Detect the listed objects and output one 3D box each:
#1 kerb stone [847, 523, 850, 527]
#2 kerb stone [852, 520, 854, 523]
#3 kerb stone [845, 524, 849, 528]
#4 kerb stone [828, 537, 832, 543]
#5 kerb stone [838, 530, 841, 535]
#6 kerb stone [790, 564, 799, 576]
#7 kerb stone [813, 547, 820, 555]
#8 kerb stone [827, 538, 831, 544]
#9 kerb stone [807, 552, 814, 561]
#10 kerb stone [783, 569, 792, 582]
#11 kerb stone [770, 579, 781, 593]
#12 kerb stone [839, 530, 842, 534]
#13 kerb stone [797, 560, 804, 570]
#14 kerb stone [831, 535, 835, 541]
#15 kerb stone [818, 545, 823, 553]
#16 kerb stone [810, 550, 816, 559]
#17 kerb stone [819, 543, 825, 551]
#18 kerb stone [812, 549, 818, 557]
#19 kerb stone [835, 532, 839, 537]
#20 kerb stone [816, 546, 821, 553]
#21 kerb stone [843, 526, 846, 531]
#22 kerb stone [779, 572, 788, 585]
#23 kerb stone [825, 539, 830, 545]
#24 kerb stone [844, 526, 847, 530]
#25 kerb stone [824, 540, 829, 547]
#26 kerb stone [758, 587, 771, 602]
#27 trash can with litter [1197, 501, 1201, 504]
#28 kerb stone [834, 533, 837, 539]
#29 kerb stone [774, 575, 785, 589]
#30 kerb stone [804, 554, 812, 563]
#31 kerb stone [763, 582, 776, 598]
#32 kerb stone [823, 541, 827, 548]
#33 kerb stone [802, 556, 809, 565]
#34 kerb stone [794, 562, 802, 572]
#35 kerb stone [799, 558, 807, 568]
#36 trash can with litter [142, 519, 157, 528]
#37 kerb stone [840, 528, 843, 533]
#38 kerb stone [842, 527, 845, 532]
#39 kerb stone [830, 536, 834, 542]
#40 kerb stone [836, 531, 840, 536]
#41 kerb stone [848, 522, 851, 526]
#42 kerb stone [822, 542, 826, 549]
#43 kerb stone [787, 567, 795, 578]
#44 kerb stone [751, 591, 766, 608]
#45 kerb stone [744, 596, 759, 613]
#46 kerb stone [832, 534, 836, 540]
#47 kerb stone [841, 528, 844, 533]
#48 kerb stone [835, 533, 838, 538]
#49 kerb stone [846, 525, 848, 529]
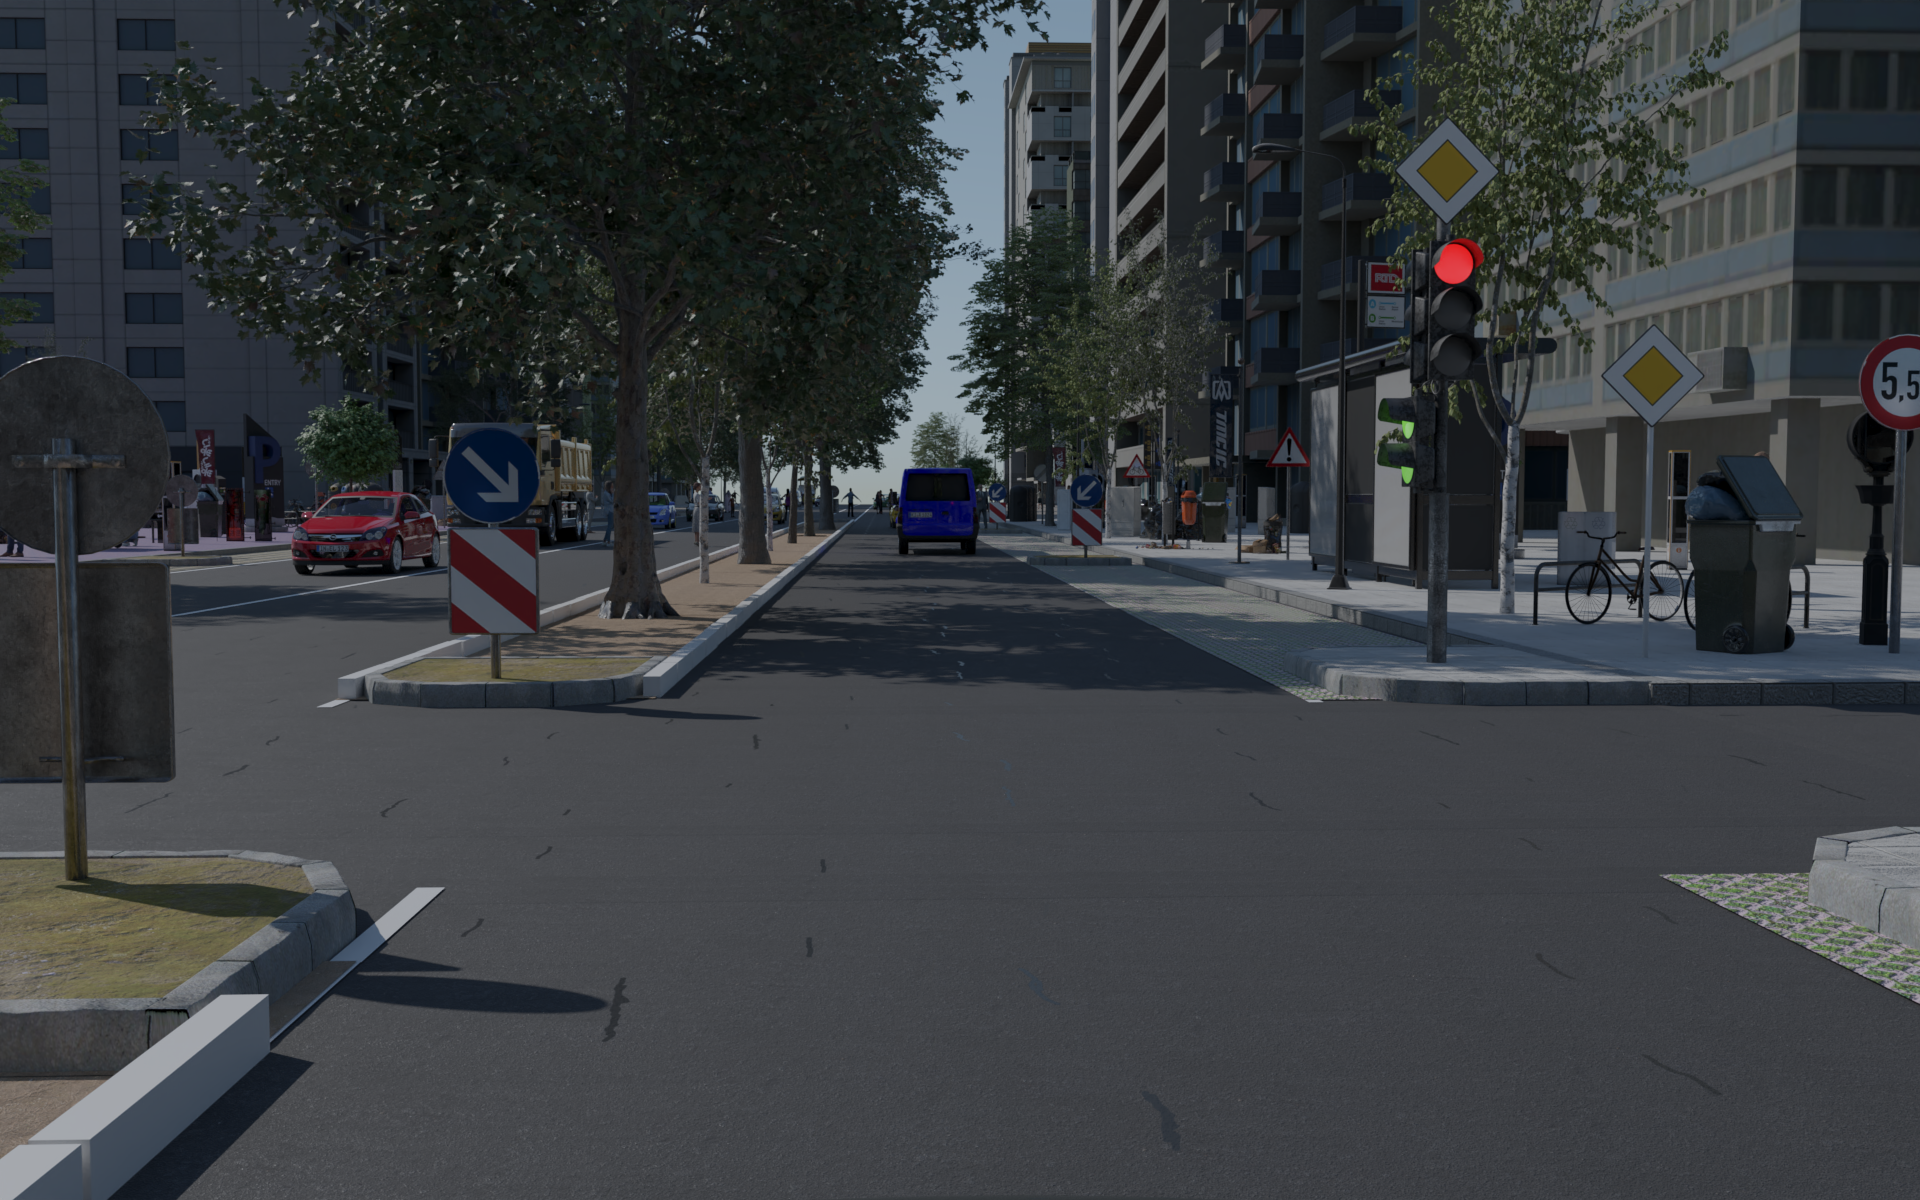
[{"bbox_3d":[-4.637,-2.925,70.025,0.120,0.150,1.000,0,4,-2],"label":"kerb stone"},{"bbox_3d":[-5.033,-3.483,79.238,0.120,0.150,1.000,0,4,-2],"label":"kerb stone"},{"bbox_3d":[-4.546,-2.800,67.981,0.120,0.150,1.000,0,4,-2],"label":"kerb stone"},{"bbox_3d":[-3.726,-1.609,48.508,0.120,0.150,1.000,0,4,-2],"label":"kerb stone"},{"bbox_3d":[-4.065,-2.112,56.720,0.120,0.150,1.000,0,4,-2],"label":"kerb stone"},{"bbox_3d":[-2.931,-0.483,30.095,0.120,0.150,1.000,0,4,-2],"label":"kerb stone"},{"bbox_3d":[-3.325,-1.046,39.299,0.120,0.150,1.000,0,4,-2],"label":"kerb stone"},{"bbox_3d":[-3.677,-1.547,47.488,0.120,0.150,1.000,0,4,-2],"label":"kerb stone"},{"bbox_3d":[-3.194,-0.858,36.236,0.120,0.150,1.000,0,4,-2],"label":"kerb stone"},{"bbox_3d":[-2.845,-0.357,28.040,0.120,0.150,1.000,0,4,-2],"label":"kerb stone"},{"bbox_3d":[-2.712,-0.169,24.964,0.120,0.150,1.000,0,4,-2],"label":"kerb stone"},{"bbox_3d":[-4.107,-2.174,57.747,0.120,0.150,1.000,0,4,-2],"label":"kerb stone"},{"bbox_3d":[-3.022,-0.601,32.150,0.120,0.150,1.000,0,4,-2],"label":"kerb stone"},{"bbox_3d":[-3.811,-1.729,50.551,0.120,0.150,1.000,0,4,-2],"label":"kerb stone"},{"bbox_3d":[-3.416,-1.171,41.346,0.120,0.150,1.000,0,4,-2],"label":"kerb stone"},{"bbox_3d":[-3.234,-0.921,37.257,0.120,0.150,1.000,0,4,-2],"label":"kerb stone"},{"bbox_3d":[-3.451,-1.234,42.368,0.120,0.150,1.000,0,4,-2],"label":"kerb stone"},{"bbox_3d":[-3.276,-0.980,38.279,0.120,0.150,1.000,0,4,-2],"label":"kerb stone"},{"bbox_3d":[-3.980,-1.986,54.665,0.120,0.150,1.000,0,4,-2],"label":"kerb stone"},{"bbox_3d":[-3.366,-1.109,40.320,0.120,0.150,1.000,0,4,-2],"label":"kerb stone"},{"bbox_3d":[-4.370,-2.549,63.890,0.120,0.150,1.000,0,4,-2],"label":"kerb stone"},{"bbox_3d":[-2.804,-0.293,27.013,0.120,0.150,1.000,0,4,-2],"label":"kerb stone"},{"bbox_3d":[-3.626,-1.481,46.462,0.120,0.150,1.000,0,4,-2],"label":"kerb stone"},{"bbox_3d":[-4.415,-2.613,64.914,0.120,0.150,1.000,0,4,-2],"label":"kerb stone"},{"bbox_3d":[-3.584,-1.418,45.433,0.120,0.150,1.000,0,4,-2],"label":"kerb stone"},{"bbox_3d":[-2.629,-0.038,22.915,0.120,0.150,1.000,0,4,-2],"label":"kerb stone"},{"bbox_3d":[7.170,-2.442,51.314,0.624,1.170,1.055,-2,4,-28],"label":"trash can with litter"},{"bbox_3d":[-3.893,-1.861,52.616,0.120,0.150,1.000,0,4,-2],"label":"kerb stone"},{"bbox_3d":[-2.752,-0.232,25.985,0.120,0.150,1.000,0,4,-2],"label":"kerb stone"},{"bbox_3d":[-3.147,-0.796,35.213,0.120,0.150,1.000,0,4,-2],"label":"kerb stone"},{"bbox_3d":[-2.669,-0.107,23.943,0.120,0.150,1.000,0,4,-2],"label":"kerb stone"},{"bbox_3d":[-3.542,-1.355,44.412,0.120,0.150,1.000,0,4,-2],"label":"kerb stone"},{"bbox_3d":[-3.111,-0.734,34.191,0.120,0.150,1.000,0,4,-2],"label":"kerb stone"},{"bbox_3d":[-2.973,-0.546,31.125,0.120,0.150,1.000,0,4,-2],"label":"kerb stone"},{"bbox_3d":[-3.056,-0.664,33.171,0.120,0.150,1.000,0,4,-2],"label":"kerb stone"},{"bbox_3d":[-30.171,-3.272,64.885,1.055,1.170,0.624,1,4,16],"label":"trash can with litter"},{"bbox_3d":[-4.203,-2.298,59.790,0.120,0.150,1.000,0,4,-2],"label":"kerb stone"},{"bbox_3d":[-4.283,-2.425,61.842,0.120,0.150,1.000,0,4,-2],"label":"kerb stone"},{"bbox_3d":[-3.763,-1.672,49.530,0.120,0.150,1.000,0,4,-2],"label":"kerb stone"},{"bbox_3d":[-4.020,-2.048,55.686,0.120,0.150,1.000,0,4,-2],"label":"kerb stone"},{"bbox_3d":[-4.723,-3.051,72.077,0.120,0.150,1.000,0,4,-2],"label":"kerb stone"},{"bbox_3d":[-3.496,-1.296,43.389,0.120,0.150,1.000,0,4,-2],"label":"kerb stone"},{"bbox_3d":[-2.891,-0.421,29.073,0.120,0.150,1.000,0,4,-2],"label":"kerb stone"},{"bbox_3d":[-2.585,0.018,21.893,0.120,0.150,1.000,0,4,-2],"label":"kerb stone"},{"bbox_3d":[-2.548,0.081,20.872,0.120,0.150,1.000,0,4,-2],"label":"kerb stone"},{"bbox_3d":[-3.849,-1.798,51.586,0.120,0.150,1.000,0,4,-2],"label":"kerb stone"},{"bbox_3d":[-4.245,-2.362,60.811,0.120,0.150,1.000,0,4,-2],"label":"kerb stone"},{"bbox_3d":[-3.935,-1.923,53.644,0.120,0.150,1.000,0,4,-2],"label":"kerb stone"},{"bbox_3d":[-4.504,-2.735,66.956,0.120,0.150,1.000,0,4,-2],"label":"kerb stone"}]
